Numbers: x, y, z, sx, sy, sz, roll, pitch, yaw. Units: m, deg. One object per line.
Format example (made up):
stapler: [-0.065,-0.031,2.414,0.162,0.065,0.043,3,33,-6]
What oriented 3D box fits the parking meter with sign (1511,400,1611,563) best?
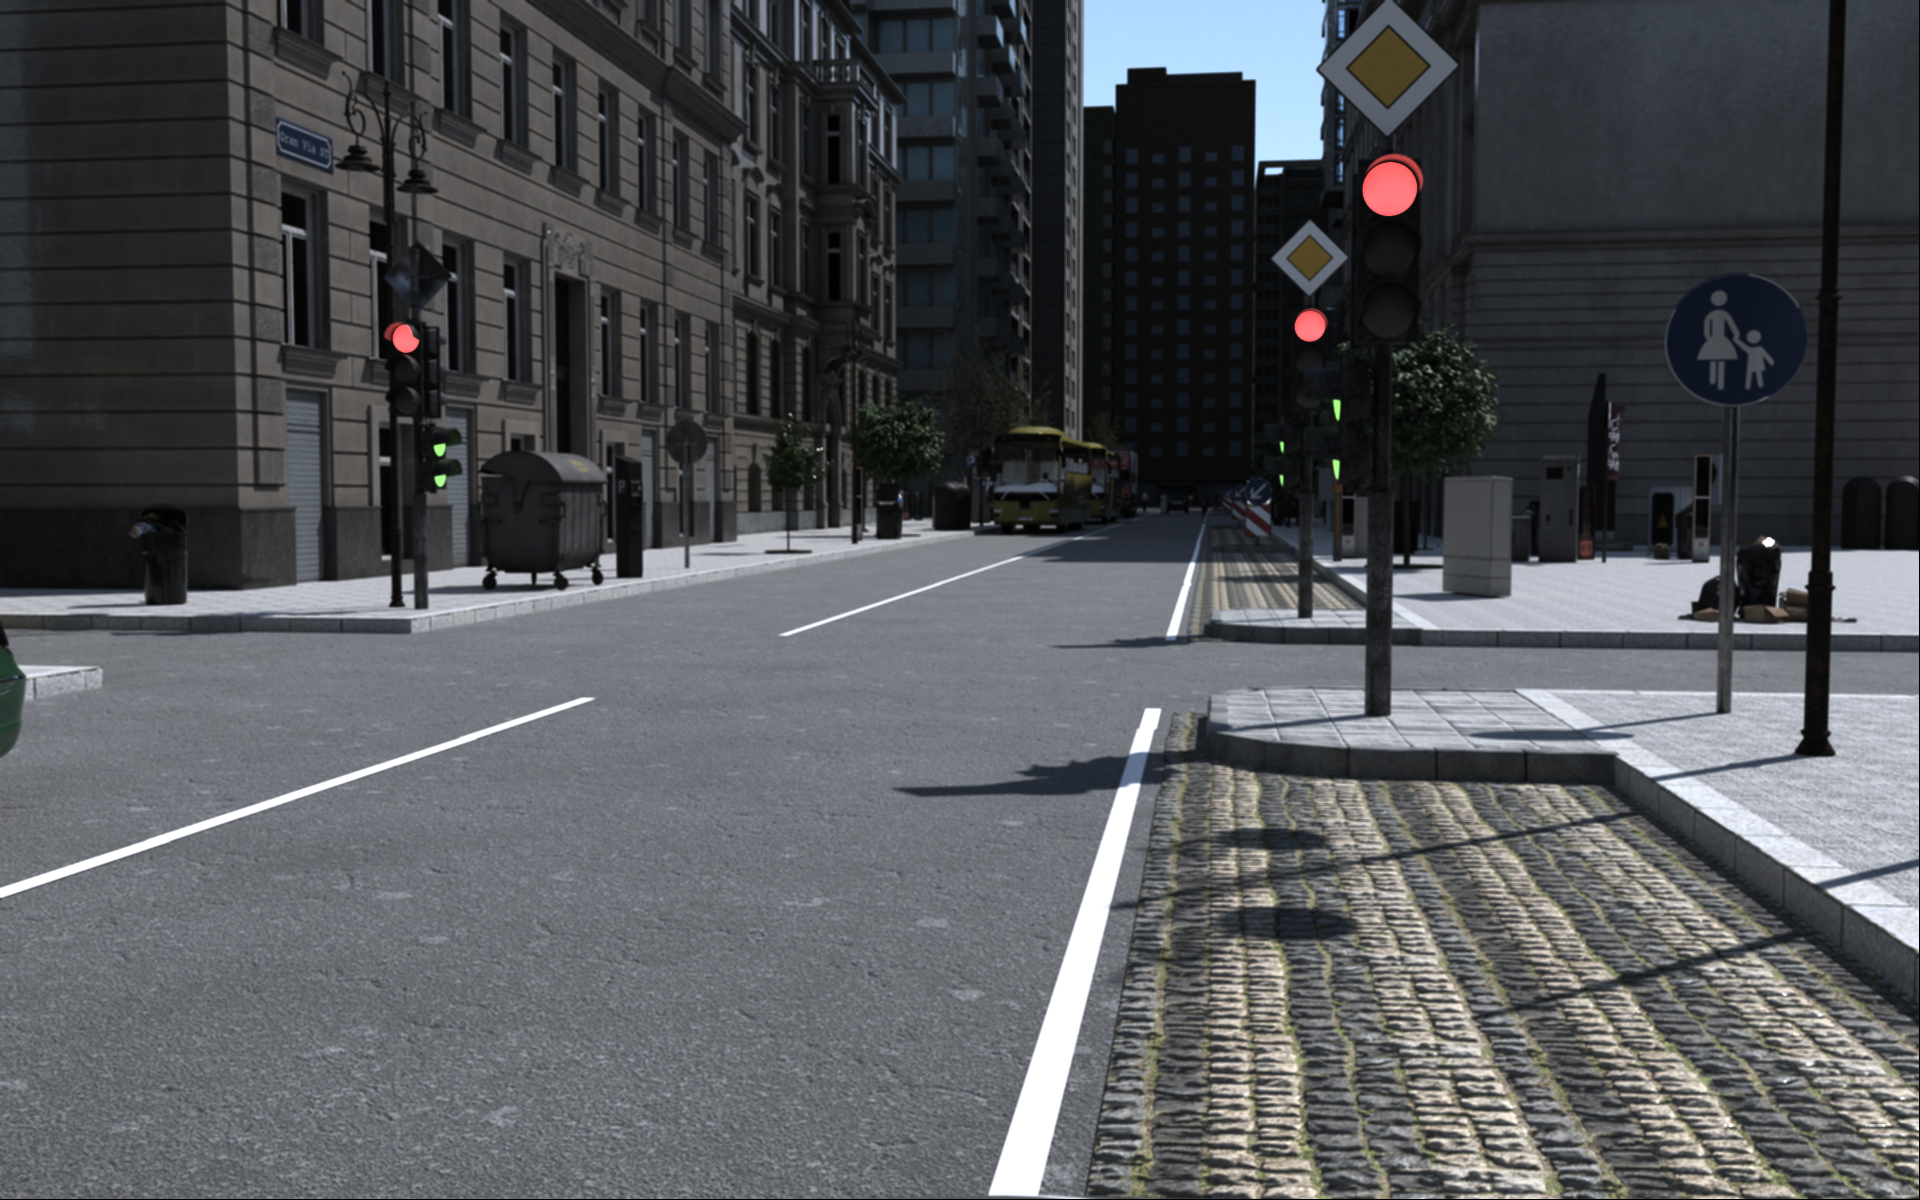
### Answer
parking meter with sign: [11.302,-2.226,32.662,1.738,3.016,0.543,2,4,25]

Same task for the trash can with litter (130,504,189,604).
trash can with litter: [-9.393,-0.547,20.338,0.624,1.170,1.055,-2,4,-25]

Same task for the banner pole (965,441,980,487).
banner pole: [0.508,-5.448,79.086,0.863,3.779,0.401,0,4,6]

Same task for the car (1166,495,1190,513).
car: [16.495,-7.281,131.622,1.945,1.354,3.894,0,4,6]

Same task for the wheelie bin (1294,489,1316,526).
wheelie bin: [13.629,-3.710,68.569,0.693,1.594,0.980,3,4,36]

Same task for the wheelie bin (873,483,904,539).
wheelie bin: [-2.025,-2.541,49.459,0.980,1.594,0.693,1,4,18]

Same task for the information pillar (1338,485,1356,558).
information pillar: [7.728,-1.840,34.584,0.304,2.012,0.304,0,4,3]

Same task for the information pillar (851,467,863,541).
information pillar: [-2.842,-2.647,47.775,0.304,2.012,0.304,0,4,-2]

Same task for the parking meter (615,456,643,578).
parking meter: [-5.068,-1.274,26.547,0.399,1.863,0.255,3,5,43]

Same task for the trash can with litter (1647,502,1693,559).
trash can with litter: [14.186,-1.398,34.239,1.055,1.170,0.624,1,4,14]

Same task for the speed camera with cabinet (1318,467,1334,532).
speed camera with cabinet: [12.778,-3.968,59.218,0.660,3.252,2.038,2,4,27]

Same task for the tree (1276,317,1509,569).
tree: [7.822,-2.848,30.272,4.285,4.588,4.351,0,3,0]

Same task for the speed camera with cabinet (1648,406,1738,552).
speed camera with cabinet: [16.217,-2.692,38.351,0.660,3.252,2.038,-1,4,-22]

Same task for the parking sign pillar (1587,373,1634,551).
parking sign pillar: [14.584,-3.113,39.371,1.447,3.967,1.447,1,4,11]

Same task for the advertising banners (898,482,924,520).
advertising banners: [-2.611,-5.468,85.589,2.074,3.025,0.090,3,5,40]

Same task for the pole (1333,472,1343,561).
pole: [7.213,-2.395,32.995,0.158,3.312,0.155,0,3,0]

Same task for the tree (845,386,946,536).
tree: [-1.909,-4.239,53.017,4.285,4.588,4.351,0,3,0]

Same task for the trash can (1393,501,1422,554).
trash can: [9.561,-1.570,37.322,0.748,1.137,0.748,0,3,0]

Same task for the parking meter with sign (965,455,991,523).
parking meter with sign: [0.837,-4.947,77.139,0.543,3.016,1.738,-2,4,-26]

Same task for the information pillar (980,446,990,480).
information pillar: [1.236,-5.658,83.870,0.504,3.616,0.183,1,4,17]

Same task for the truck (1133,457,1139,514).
truck: [11.314,-8.212,123.187,2.839,4.237,11.283,0,4,7]

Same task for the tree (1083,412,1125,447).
tree: [12.795,-12.363,152.501,4.737,8.622,4.395,0,3,0]

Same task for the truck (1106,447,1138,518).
truck: [9.466,-7.168,106.111,2.839,4.237,11.283,0,4,8]

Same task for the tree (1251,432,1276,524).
tree: [14.097,-5.600,75.279,4.285,4.588,4.351,0,3,0]

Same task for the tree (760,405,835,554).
tree: [-3.759,-2.626,37.542,1.663,3.219,1.824,0,3,0]

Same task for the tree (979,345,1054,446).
tree: [2.544,-8.325,86.468,4.737,8.622,4.395,0,3,0]

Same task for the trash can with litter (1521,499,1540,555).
trash can with litter: [12.280,-1.533,36.452,0.624,1.170,1.055,3,4,38]

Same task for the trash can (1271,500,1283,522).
trash can: [14.820,-4.236,80.904,0.748,1.137,0.748,0,3,0]

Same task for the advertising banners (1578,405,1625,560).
advertising banners: [12.221,-2.304,33.857,2.074,3.025,0.090,-2,4,-26]

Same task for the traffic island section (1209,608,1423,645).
traffic island section: [3.601,0.264,17.963,2.009,0.180,2.903,1,4,8]

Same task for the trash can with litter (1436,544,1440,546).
trash can with litter: [12.506,-1.915,42.365,1.678,1.210,2.233,0,4,7]

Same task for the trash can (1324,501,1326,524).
trash can: [15.019,-3.569,70.004,0.748,1.137,0.748,0,3,0]

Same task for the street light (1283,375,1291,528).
street light: [12.586,-5.714,66.204,0.468,5.910,1.993,1,4,8]

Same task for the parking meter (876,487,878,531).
parking meter: [-2.620,-3.045,58.199,0.372,1.533,0.369,0,3,0]

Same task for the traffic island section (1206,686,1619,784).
traffic island section: [2.448,0.747,10.061,2.009,0.180,2.903,1,4,8]

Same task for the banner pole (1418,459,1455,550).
banner pole: [10.951,-3.043,39.769,0.863,3.779,0.401,1,4,15]

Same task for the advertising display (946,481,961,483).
advertising display: [-0.351,-5.029,87.431,0.974,1.923,0.123,3,5,42]

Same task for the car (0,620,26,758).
car: [-5.261,0.378,5.618,2.131,1.459,4.920,0,4,8]

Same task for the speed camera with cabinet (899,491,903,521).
speed camera with cabinet: [-3.642,-5.457,83.557,2.038,3.252,0.660,3,5,43]

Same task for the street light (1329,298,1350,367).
street light: [9.025,-4.177,41.082,0.468,5.910,1.993,1,4,8]

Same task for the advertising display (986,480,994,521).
advertising display: [1.470,-4.678,81.693,0.974,1.923,0.123,-2,4,-35]

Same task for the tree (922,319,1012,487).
tree: [0.182,-7.530,73.476,4.360,8.622,3.978,0,3,0]

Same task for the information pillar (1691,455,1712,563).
information pillar: [13.923,-1.714,32.514,0.304,2.012,0.304,1,4,20]
